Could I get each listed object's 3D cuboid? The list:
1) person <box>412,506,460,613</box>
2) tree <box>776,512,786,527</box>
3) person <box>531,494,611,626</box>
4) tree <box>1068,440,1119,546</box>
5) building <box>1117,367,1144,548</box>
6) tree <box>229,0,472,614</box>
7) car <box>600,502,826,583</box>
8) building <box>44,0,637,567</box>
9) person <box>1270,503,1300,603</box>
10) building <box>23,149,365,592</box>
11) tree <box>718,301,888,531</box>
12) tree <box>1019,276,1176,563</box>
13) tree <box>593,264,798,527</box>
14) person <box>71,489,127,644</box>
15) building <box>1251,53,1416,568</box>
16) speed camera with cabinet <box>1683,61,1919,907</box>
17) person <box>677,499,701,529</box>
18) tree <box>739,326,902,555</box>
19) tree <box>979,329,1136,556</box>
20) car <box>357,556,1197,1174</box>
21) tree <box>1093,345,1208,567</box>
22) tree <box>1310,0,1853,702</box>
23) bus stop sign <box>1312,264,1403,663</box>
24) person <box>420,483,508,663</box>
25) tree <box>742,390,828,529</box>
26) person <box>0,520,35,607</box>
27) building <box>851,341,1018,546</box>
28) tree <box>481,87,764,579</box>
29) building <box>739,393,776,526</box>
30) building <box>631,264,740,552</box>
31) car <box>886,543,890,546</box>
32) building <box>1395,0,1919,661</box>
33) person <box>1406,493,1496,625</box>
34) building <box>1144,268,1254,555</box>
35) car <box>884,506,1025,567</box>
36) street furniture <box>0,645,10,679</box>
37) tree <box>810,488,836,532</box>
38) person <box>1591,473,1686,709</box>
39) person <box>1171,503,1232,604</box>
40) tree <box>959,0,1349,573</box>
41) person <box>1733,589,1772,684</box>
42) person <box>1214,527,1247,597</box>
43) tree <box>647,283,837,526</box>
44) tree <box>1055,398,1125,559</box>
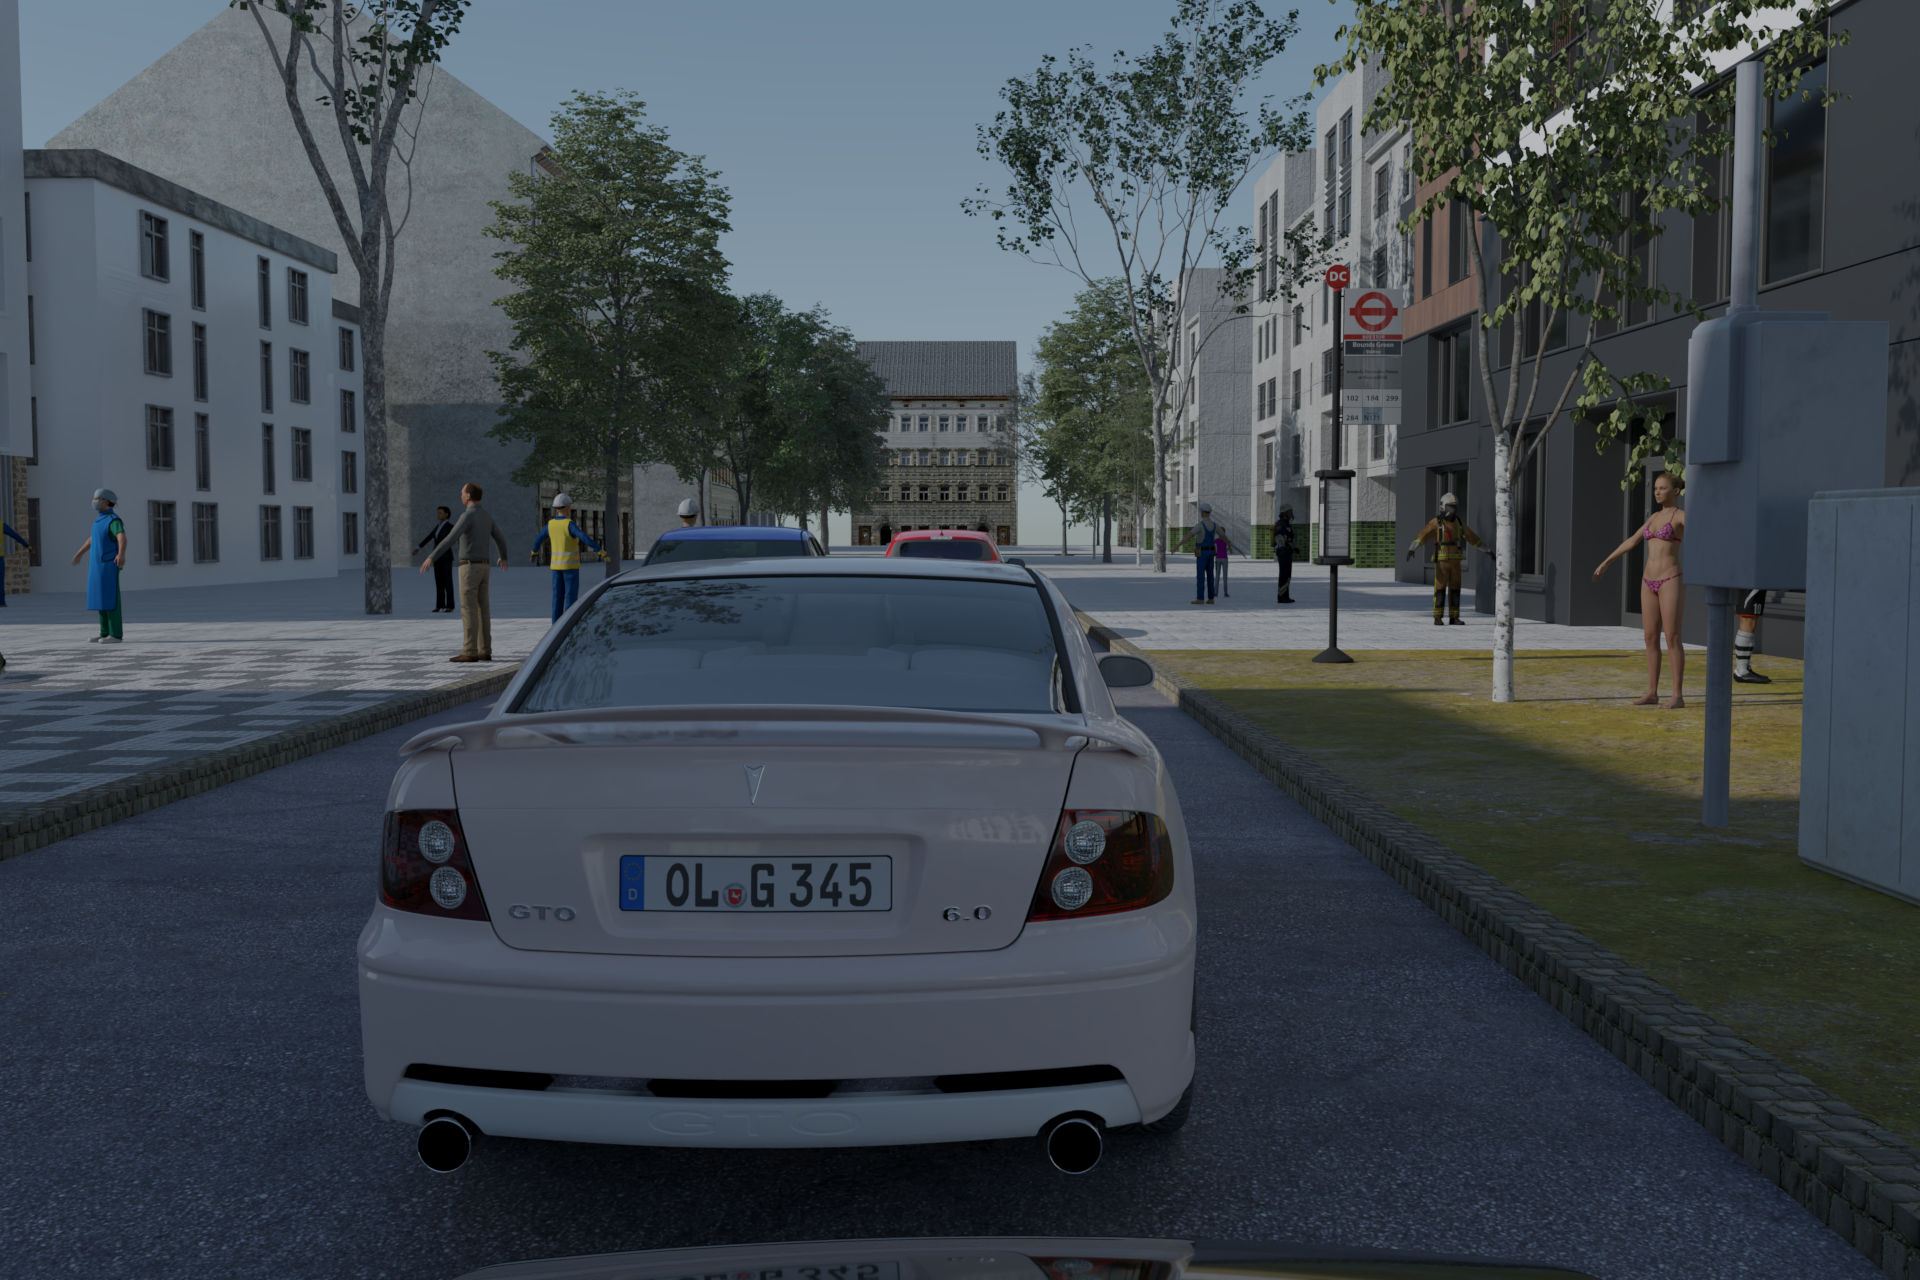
[{"bbox_3d":[-8.495,-1.319,28.284,1.216,1.740,0.721,2,4,32],"label":"person"},{"bbox_3d":[-20.141,-14.948,194.756,4.737,8.622,4.395,0,3,0],"label":"tree"},{"bbox_3d":[-4.792,-0.903,21.230,1.216,1.772,0.721,2,4,27],"label":"person"},{"bbox_3d":[15.632,-16.657,190.466,7.486,12.596,7.792,0,3,0],"label":"tree"},{"bbox_3d":[25.475,-20.650,168.548,19.493,23.208,18.063,0,3,0],"label":"building"},{"bbox_3d":[-10.713,-10.445,26.658,12.611,20.169,13.585,0,3,0],"label":"tree"},{"bbox_3d":[-1.726,-0.229,13.329,1.945,1.707,3.694,0,4,0],"label":"car"},{"bbox_3d":[-25.533,-14.999,76.162,19.493,23.208,18.063,0,4,1],"label":"building"},{"bbox_3d":[6.067,-1.614,32.167,0.705,1.856,1.354,1,4,22],"label":"person"},{"bbox_3d":[-23.162,-6.720,52.023,9.099,9.664,28.070,0,4,1],"label":"building"},{"bbox_3d":[-8.591,-11.433,93.591,9.857,13.997,8.962,0,3,0],"label":"tree"},{"bbox_3d":[6.222,-9.706,76.821,7.486,12.596,7.792,0,3,0],"label":"tree"},{"bbox_3d":[-9.193,-7.666,59.751,7.601,10.594,8.767,-2,4,-32],"label":"tree"},{"bbox_3d":[-10.076,-0.872,20.386,1.347,1.817,0.704,3,5,42],"label":"person"},{"bbox_3d":[23.183,-12.596,72.396,16.747,18.905,31.486,0,4,0],"label":"building"},{"bbox_3d":[3.533,-0.756,6.703,0.660,3.252,2.038,0,4,-2],"label":"speed camera with cabinet"},{"bbox_3d":[-2.624,-0.493,16.975,1.216,1.772,0.721,0,4,7],"label":"person"},{"bbox_3d":[-8.392,-12.159,105.453,9.857,13.997,8.962,0,3,0],"label":"tree"},{"bbox_3d":[6.137,-11.740,102.325,12.009,13.543,11.850,0,3,0],"label":"tree"},{"bbox_3d":[-0.364,0.418,5.527,2.083,1.381,4.827,0,4,0],"label":"car"},{"bbox_3d":[6.880,-7.207,68.197,4.360,8.622,3.978,0,3,0],"label":"tree"},{"bbox_3d":[4.239,-3.818,12.794,4.737,8.622,4.395,0,3,0],"label":"tree"},{"bbox_3d":[3.957,-1.746,17.243,0.855,3.939,0.416,0,3,0],"label":"bus stop sign"},{"bbox_3d":[-4.905,-0.681,17.402,0.705,1.796,1.348,1,4,20],"label":"person"},{"bbox_3d":[-8.647,-8.151,83.632,4.737,8.622,4.395,0,3,0],"label":"tree"},{"bbox_3d":[-16.925,-1.486,30.269,1.349,1.833,0.705,-2,4,-29],"label":"person"},{"bbox_3d":[-2.679,-22.172,195.904,18.063,23.208,19.493,0,4,1],"label":"building"},{"bbox_3d":[-8.684,-7.746,44.772,7.486,12.596,7.792,0,3,0],"label":"tree"},{"bbox_3d":[-26.950,-17.924,159.508,16.747,18.905,31.486,0,4,0],"label":"building"},{"bbox_3d":[-27.148,-18.394,131.677,19.493,23.208,18.063,0,4,-1],"label":"building"},{"bbox_3d":[-2.362,-4.178,80.679,2.083,1.381,4.827,0,4,0],"label":"car"},{"bbox_3d":[22.342,-11.379,30.016,27.936,21.610,32.646,0,4,0],"label":"building"},{"bbox_3d":[6.865,-1.135,24.319,1.354,1.858,0.705,-1,4,-12],"label":"person"},{"bbox_3d":[23.252,-15.740,123.804,16.747,18.905,31.486,0,3,0],"label":"building"},{"bbox_3d":[-0.211,-0.829,22.602,2.155,1.783,4.494,0,4,1],"label":"car"},{"bbox_3d":[-13.632,0.092,14.119,10.072,0.657,5.734,1,4,13],"label":"street furniture"},{"bbox_3d":[-15.050,-14.749,191.501,4.360,8.622,3.978,0,3,0],"label":"tree"},{"bbox_3d":[5.165,-0.369,12.843,0.721,1.733,1.217,-1,4,-23],"label":"person"},{"bbox_3d":[4.477,-1.581,31.706,1.347,1.847,0.705,-2,4,-28],"label":"person"},{"bbox_3d":[6.312,-12.221,55.702,12.611,20.169,13.585,0,3,0],"label":"tree"},{"bbox_3d":[6.858,-0.540,14.971,0.704,1.843,1.345,1,4,21],"label":"person"},{"bbox_3d":[5.359,-1.600,35.419,0.991,1.433,0.599,1,4,18],"label":"person"},{"bbox_3d":[-8.819,-8.856,70.558,9.928,11.665,9.643,0,3,0],"label":"tree"},{"bbox_3d":[6.802,-8.448,88.486,4.737,8.622,4.395,0,3,0],"label":"tree"}]
